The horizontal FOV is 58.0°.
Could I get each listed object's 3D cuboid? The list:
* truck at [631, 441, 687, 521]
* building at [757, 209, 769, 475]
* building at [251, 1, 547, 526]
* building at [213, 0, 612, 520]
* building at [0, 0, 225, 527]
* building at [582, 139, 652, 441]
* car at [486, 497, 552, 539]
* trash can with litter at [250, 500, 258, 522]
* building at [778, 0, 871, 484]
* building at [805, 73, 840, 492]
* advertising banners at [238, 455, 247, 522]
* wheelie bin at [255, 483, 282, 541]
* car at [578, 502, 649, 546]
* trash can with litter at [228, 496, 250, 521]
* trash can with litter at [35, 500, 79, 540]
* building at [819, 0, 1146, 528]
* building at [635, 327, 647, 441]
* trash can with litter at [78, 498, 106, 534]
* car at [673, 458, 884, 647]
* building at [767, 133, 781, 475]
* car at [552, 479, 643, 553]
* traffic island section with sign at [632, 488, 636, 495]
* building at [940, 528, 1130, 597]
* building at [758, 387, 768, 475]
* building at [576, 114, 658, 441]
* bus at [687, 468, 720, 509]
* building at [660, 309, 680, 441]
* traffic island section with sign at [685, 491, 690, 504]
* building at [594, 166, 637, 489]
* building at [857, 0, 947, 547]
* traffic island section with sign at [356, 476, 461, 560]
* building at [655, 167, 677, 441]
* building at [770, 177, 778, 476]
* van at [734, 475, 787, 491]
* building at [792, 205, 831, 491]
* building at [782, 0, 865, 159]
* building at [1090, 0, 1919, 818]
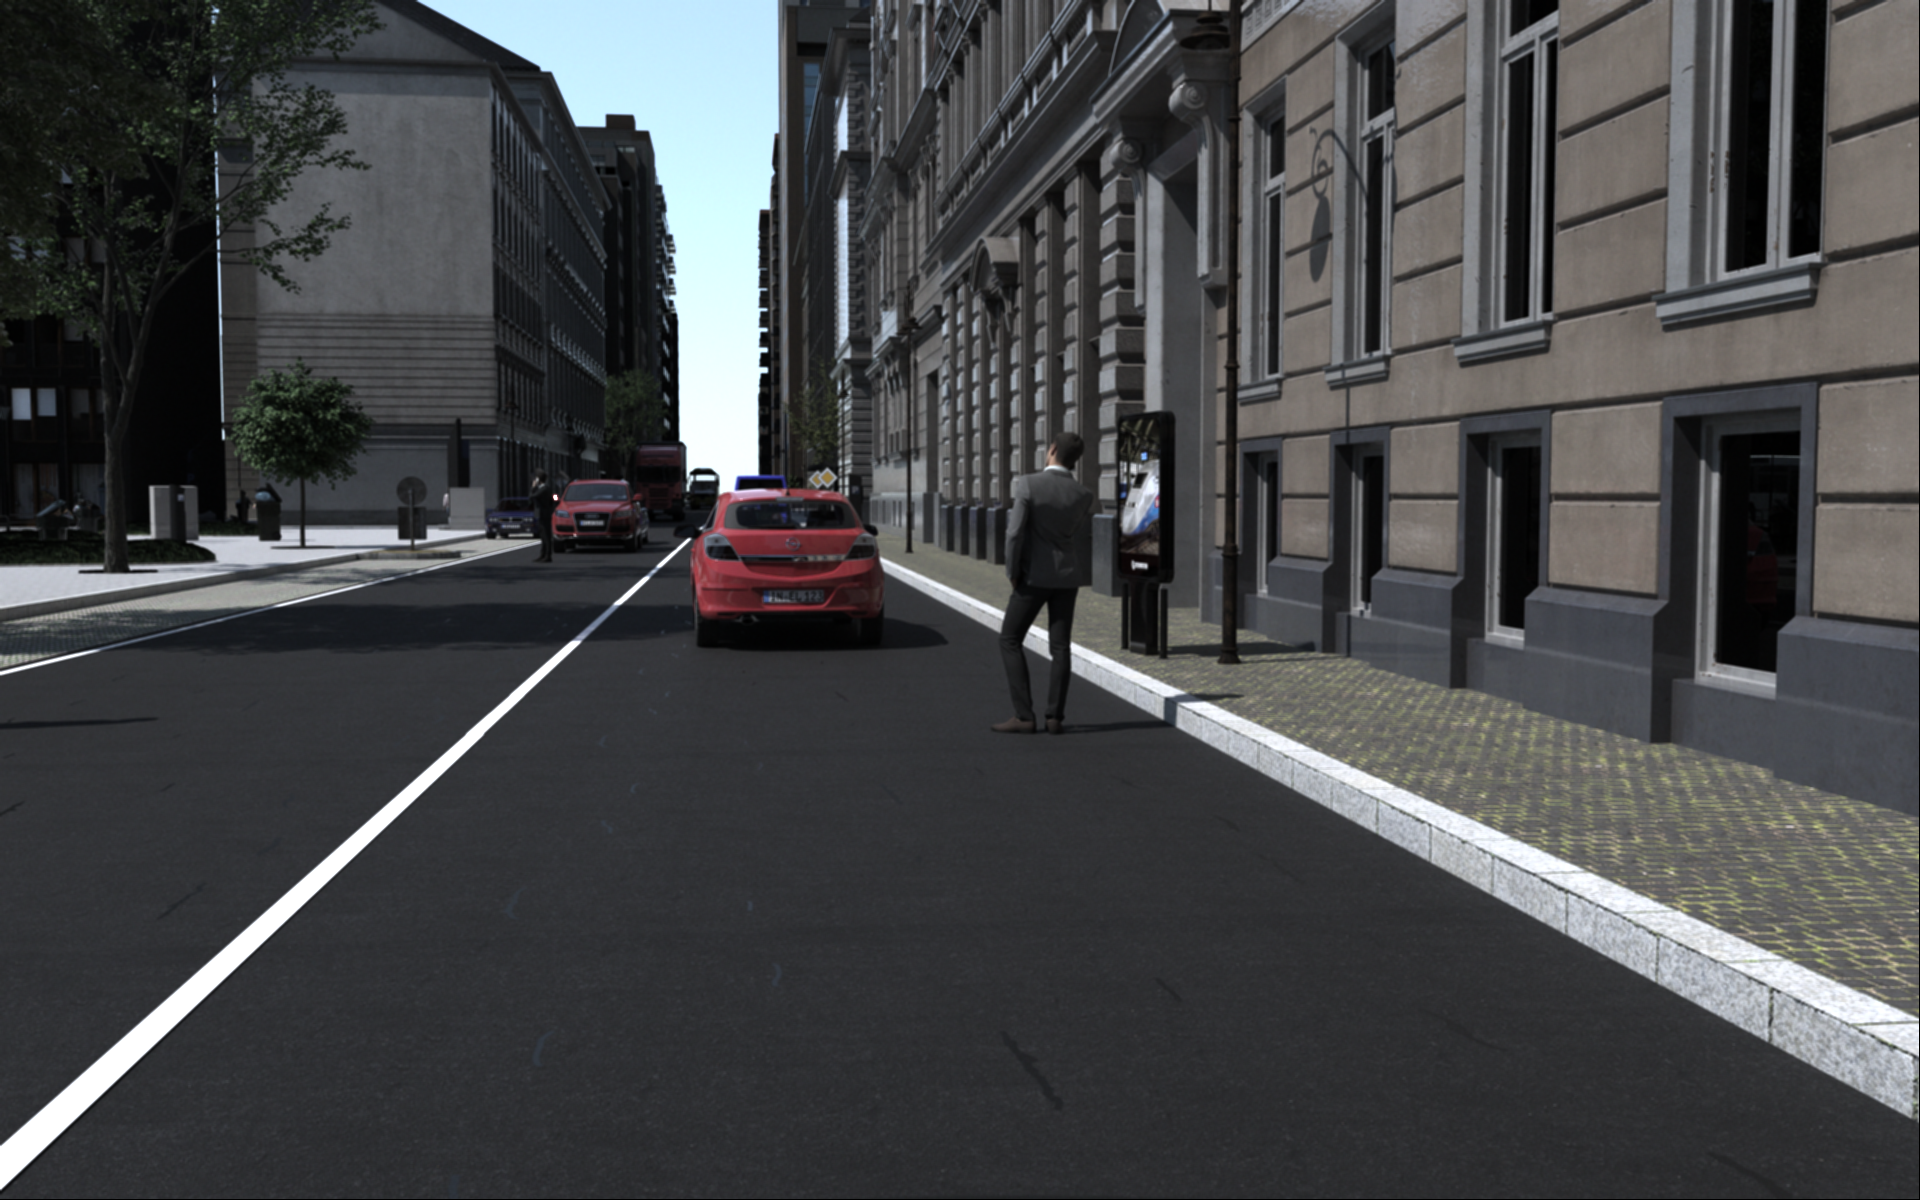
[{"bbox_3d":[-16.249,-6.450,94.373,2.839,4.237,11.283,0,4,-8],"label":"truck"},{"bbox_3d":[-19.271,-37.126,261.637,22.147,44.769,28.867,0,4,-7],"label":"building"},{"bbox_3d":[-24.521,-13.999,78.040,9.793,20.994,18.267,0,4,-7],"label":"building"},{"bbox_3d":[-31.745,-20.295,108.242,17.030,29.872,44.131,0,4,-7],"label":"building"},{"bbox_3d":[-41.034,-14.834,72.217,15.834,23.373,12.332,0,4,-7],"label":"building"},{"bbox_3d":[-42.116,-31.214,193.936,14.154,41.232,14.086,0,4,-7],"label":"building"},{"bbox_3d":[-14.232,-2.658,56.043,1.945,1.354,3.894,0,4,-6],"label":"car"},{"bbox_3d":[-23.802,-2.923,59.172,0.624,1.170,1.055,-1,4,-21],"label":"trash can with litter"},{"bbox_3d":[-8.152,-38.974,179.216,21.231,58.520,28.212,0,4,-7],"label":"building"},{"bbox_3d":[-1.842,-19.109,105.941,14.314,27.812,24.014,0,4,-7],"label":"building"},{"bbox_3d":[-30.008,-4.659,72.370,0.090,3.025,2.074,-1,4,-15],"label":"advertising banners"},{"bbox_3d":[-18.975,-2.423,47.518,0.693,1.594,0.980,-2,4,-25],"label":"wheelie bin"},{"bbox_3d":[-9.897,-2.298,49.569,2.014,1.417,4.499,0,4,-6],"label":"car"},{"bbox_3d":[-33.559,-4.237,80.670,0.624,1.170,1.055,1,4,21],"label":"trash can with litter"},{"bbox_3d":[-18.182,-1.400,34.275,0.624,1.170,1.055,3,5,40],"label":"trash can with litter"},{"bbox_3d":[4.013,-15.183,77.122,19.941,23.489,11.050,0,4,-7],"label":"building"},{"bbox_3d":[-45.919,-20.014,172.273,27.650,21.520,28.899,0,4,-7],"label":"building"},{"bbox_3d":[-24.409,-2.296,48.934,0.624,1.170,1.055,2,4,32],"label":"trash can with litter"},{"bbox_3d":[-1.861,-0.539,17.848,2.155,1.783,4.494,-1,4,-9],"label":"car"},{"bbox_3d":[-11.467,-33.895,208.809,22.147,44.769,28.867,0,4,-7],"label":"building"},{"bbox_3d":[-9.158,-2.157,43.936,2.281,1.827,5.304,0,4,-8],"label":"car"},{"bbox_3d":[-22.636,-6.830,120.303,1.989,1.847,2.006,0,4,-7],"label":"traffic island section with sign"},{"bbox_3d":[5.466,-12.337,30.588,11.050,23.489,19.941,0,4,-7],"label":"building"},{"bbox_3d":[-19.992,-27.357,292.327,27.650,21.520,28.899,0,4,-7],"label":"building"},{"bbox_3d":[-43.759,-34.122,208.013,14.600,45.320,14.200,0,4,-7],"label":"building"},{"bbox_3d":[-24.337,-10.611,165.034,2.896,3.916,12.252,0,4,-6],"label":"bus"},{"bbox_3d":[-50.282,-30.169,264.956,14.160,30.474,14.107,0,4,-7],"label":"building"},{"bbox_3d":[-42.838,-16.514,278.627,1.989,1.847,2.006,0,4,-7],"label":"traffic island section with sign"},{"bbox_3d":[-35.858,-23.231,151.527,14.160,30.474,14.107,0,4,-7],"label":"building"},{"bbox_3d":[4.254,-16.220,52.595,14.401,28.519,23.554,0,4,-7],"label":"building"},{"bbox_3d":[-12.183,-1.822,38.419,1.989,1.847,2.006,0,4,-7],"label":"traffic island section with sign"},{"bbox_3d":[-52.184,-38.023,241.285,23.786,49.044,30.456,0,4,-7],"label":"building"},{"bbox_3d":[-19.053,-36.015,238.948,14.600,45.320,14.200,0,4,-7],"label":"building"},{"bbox_3d":[-6.781,-3.339,58.973,2.240,2.365,5.245,0,4,-7],"label":"van"},{"bbox_3d":[-4.276,-18.330,132.984,16.112,22.955,30.059,0,4,-7],"label":"building"},{"bbox_3d":[-9.003,-31.074,158.173,14.600,45.320,14.200,0,4,-7],"label":"building"},{"bbox_3d":[9.460,-13.754,10.782,13.634,28.700,20.117,0,4,-7],"label":"building"}]
